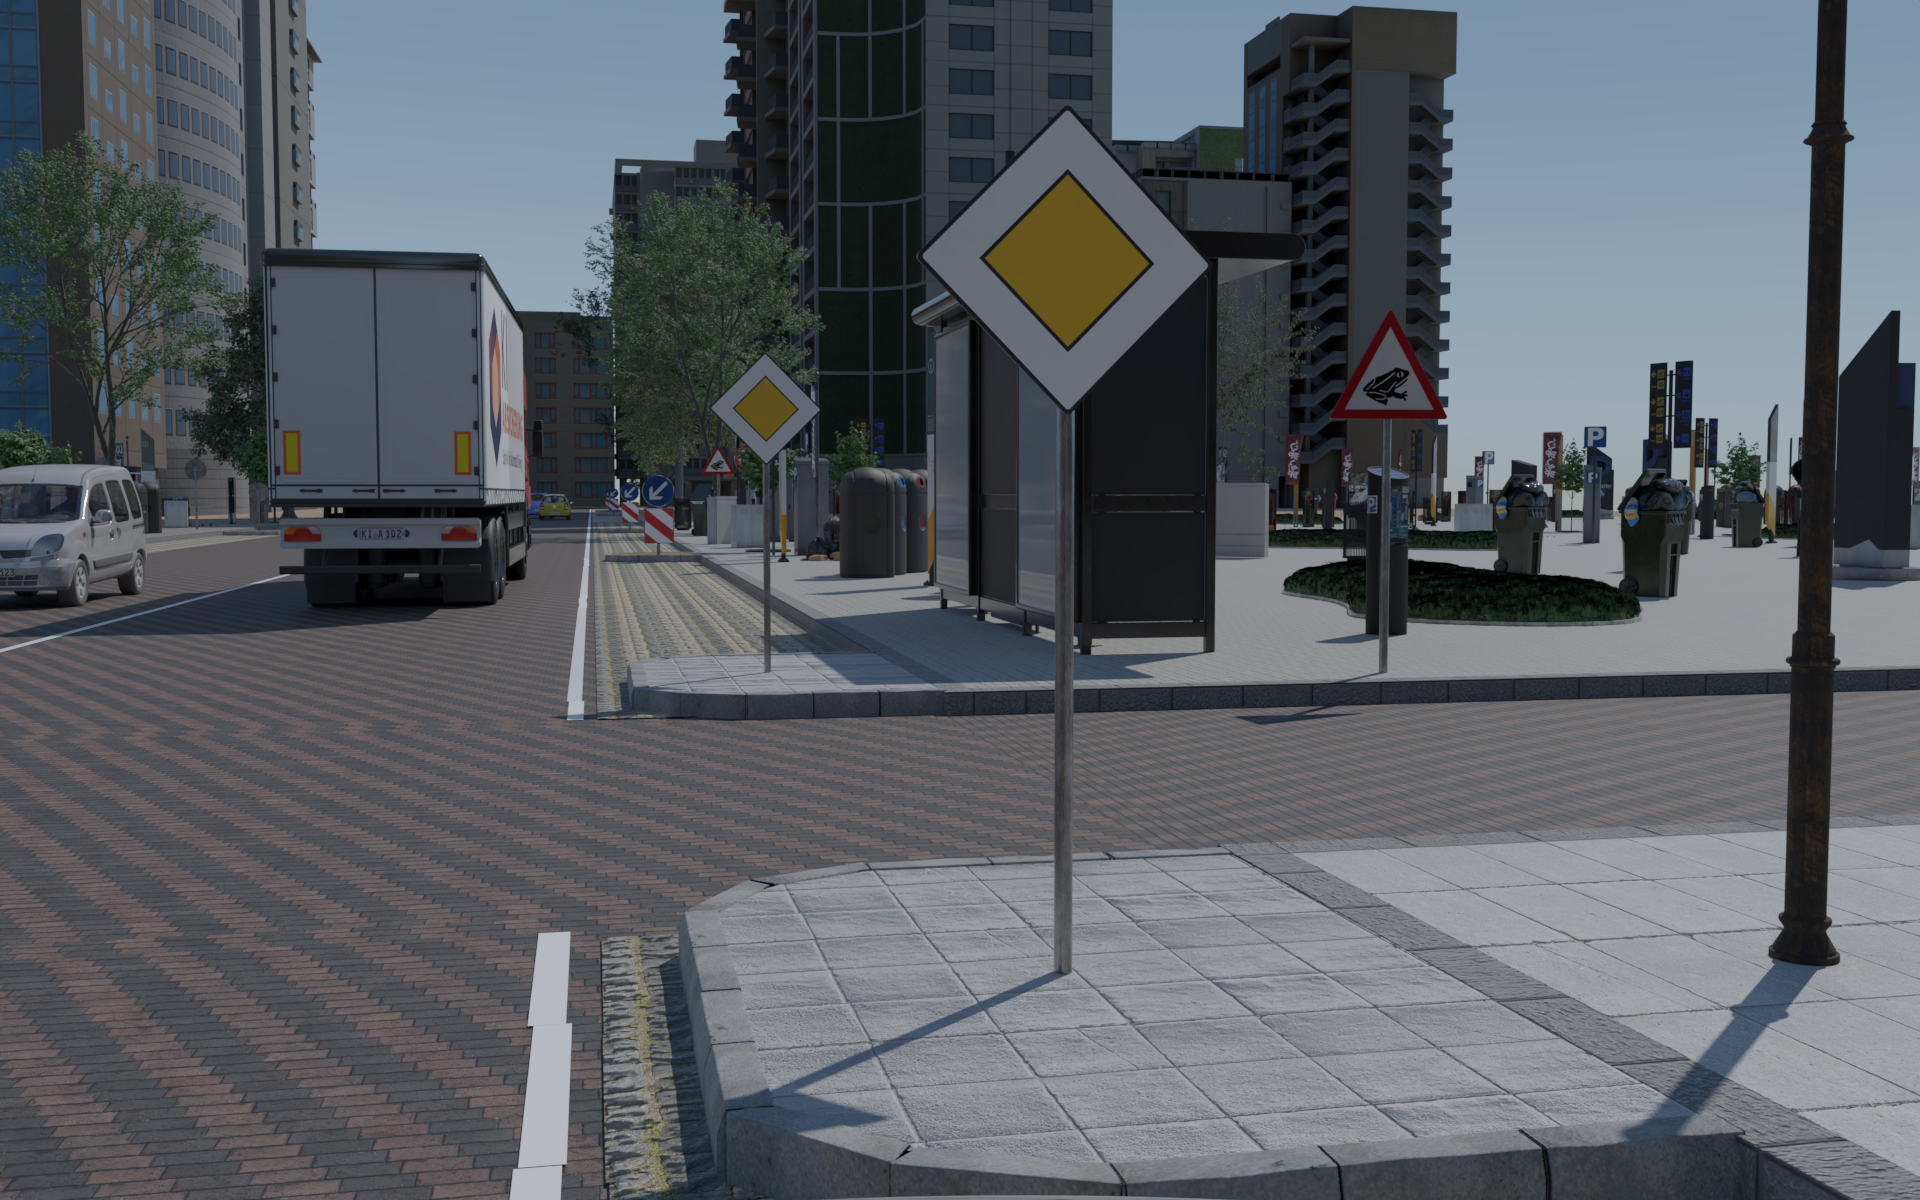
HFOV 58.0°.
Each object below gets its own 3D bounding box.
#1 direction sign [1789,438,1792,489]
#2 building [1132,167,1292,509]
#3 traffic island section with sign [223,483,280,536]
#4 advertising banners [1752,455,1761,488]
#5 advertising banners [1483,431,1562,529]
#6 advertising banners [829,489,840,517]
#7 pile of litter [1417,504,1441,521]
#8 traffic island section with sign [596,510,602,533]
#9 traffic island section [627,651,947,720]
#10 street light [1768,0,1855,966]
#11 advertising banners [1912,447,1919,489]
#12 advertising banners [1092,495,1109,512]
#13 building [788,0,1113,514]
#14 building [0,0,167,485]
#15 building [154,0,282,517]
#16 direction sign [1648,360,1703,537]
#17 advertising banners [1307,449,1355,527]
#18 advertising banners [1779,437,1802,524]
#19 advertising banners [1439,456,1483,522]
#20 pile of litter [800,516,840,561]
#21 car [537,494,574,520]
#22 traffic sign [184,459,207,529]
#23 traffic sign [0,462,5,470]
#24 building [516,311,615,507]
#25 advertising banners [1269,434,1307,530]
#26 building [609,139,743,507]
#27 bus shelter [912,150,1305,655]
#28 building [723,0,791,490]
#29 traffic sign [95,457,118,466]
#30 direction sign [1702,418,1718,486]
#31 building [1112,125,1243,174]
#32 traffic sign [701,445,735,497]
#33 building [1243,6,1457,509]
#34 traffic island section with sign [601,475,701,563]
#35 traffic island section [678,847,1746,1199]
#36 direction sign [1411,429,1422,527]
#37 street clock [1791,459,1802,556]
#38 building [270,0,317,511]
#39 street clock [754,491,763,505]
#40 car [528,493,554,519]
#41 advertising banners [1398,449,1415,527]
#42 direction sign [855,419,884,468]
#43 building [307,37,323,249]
[{"bbox_3d":[33.477,-4.762,69.856,0.379,3.537,0.876,1,4,22],"label":"direction sign"},{"bbox_3d":[20.819,-23.575,157.153,14.107,30.474,14.160,-1,4,-12],"label":"building"},{"bbox_3d":[-24.442,-3.161,60.303,1.989,1.847,2.006,-1,4,-12],"label":"traffic island section with sign"},{"bbox_3d":[36.234,-4.958,77.254,2.074,3.025,0.090,3,5,39],"label":"advertising banners"},{"bbox_3d":[15.943,-3.231,49.017,2.074,3.025,0.090,2,4,32],"label":"advertising banners"},{"bbox_3d":[-3.702,-3.466,52.863,0.090,3.025,2.074,3,5,44],"label":"advertising banners"},{"bbox_3d":[22.384,-4.212,82.829,1.719,0.858,1.176,0,4,7],"label":"pile of litter"},{"bbox_3d":[-12.288,-3.378,63.852,1.989,1.847,2.006,-1,4,-12],"label":"traffic island section with sign"},{"bbox_3d":[-1.366,0.600,12.478,2.009,0.180,2.903,-1,4,-12],"label":"traffic island section"},{"bbox_3d":[2.336,-1.947,4.615,0.468,5.910,1.993,-1,4,-12],"label":"street light"},{"bbox_3d":[35.981,-4.179,64.513,2.074,3.025,0.090,-2,4,-32],"label":"advertising banners"},{"bbox_3d":[1.787,-1.904,27.325,0.090,3.025,2.074,3,5,41],"label":"advertising banners"},{"bbox_3d":[-2.478,-41.504,116.846,20.563,71.187,20.611,-1,4,-12],"label":"building"},{"bbox_3d":[-49.346,-26.699,86.640,14.600,45.320,14.200,-1,4,-12],"label":"building"},{"bbox_3d":[-56.115,-34.550,106.892,21.231,58.520,28.212,-1,4,-12],"label":"building"},{"bbox_3d":[12.174,-2.308,29.739,0.379,3.537,0.876,-2,4,-27],"label":"direction sign"},{"bbox_3d":[14.199,-4.323,66.868,2.074,3.025,0.090,0,4,4],"label":"advertising banners"},{"bbox_3d":[25.739,-3.512,53.603,0.090,3.025,2.074,1,4,8],"label":"advertising banners"},{"bbox_3d":[23.175,-5.117,79.852,2.074,3.025,0.090,1,4,9],"label":"advertising banners"},{"bbox_3d":[-2.297,-1.204,33.643,1.719,0.858,1.176,-1,4,-15],"label":"pile of litter"},{"bbox_3d":[-22.568,-5.276,96.494,2.015,1.641,3.980,-1,4,-12],"label":"car"},{"bbox_3d":[-27.772,-3.844,62.959,0.768,2.556,0.104,-1,4,-11],"label":"traffic sign"},{"bbox_3d":[-25.171,-2.748,44.926,0.884,2.594,0.081,0,4,-5],"label":"traffic sign"},{"bbox_3d":[-52.148,-20.883,186.471,28.899,21.520,27.650,-1,4,-12],"label":"building"},{"bbox_3d":[8.999,-3.333,50.678,2.074,3.025,0.090,1,4,15],"label":"advertising banners"},{"bbox_3d":[-26.595,-30.642,192.872,23.993,40.220,32.217,-1,4,-12],"label":"building"},{"bbox_3d":[0.854,-2.469,17.993,2.179,5.291,8.768,-1,4,-12],"label":"bus shelter"},{"bbox_3d":[-7.698,-29.796,141.789,22.147,44.769,28.867,-1,4,-12],"label":"building"},{"bbox_3d":[-28.904,-3.583,58.692,0.768,2.556,0.104,0,4,-7],"label":"traffic sign"},{"bbox_3d":[22.193,-3.643,51.567,0.876,3.537,0.379,-2,4,-24],"label":"direction sign"},{"bbox_3d":[22.747,-31.263,194.737,14.086,41.232,14.154,-1,4,-12],"label":"building"},{"bbox_3d":[-6.453,-2.828,46.238,0.884,2.594,0.081,0,4,-6],"label":"traffic sign"},{"bbox_3d":[34.976,-31.074,158.169,14.200,45.320,14.600,-1,4,-12],"label":"building"},{"bbox_3d":[-6.574,-1.734,36.985,1.989,1.847,2.006,-1,4,-12],"label":"traffic island section with sign"},{"bbox_3d":[0.295,1.077,4.667,2.009,0.180,2.903,-1,4,-12],"label":"traffic island section"},{"bbox_3d":[16.003,-4.207,60.774,0.379,3.537,0.876,-1,4,-9],"label":"direction sign"},{"bbox_3d":[17.331,-1.898,35.597,0.471,2.002,0.358,1,4,18],"label":"street clock"},{"bbox_3d":[-63.193,-31.242,134.515,21.600,48.544,21.300,-1,4,-12],"label":"building"},{"bbox_3d":[-5.237,-2.507,45.552,0.471,2.002,0.358,3,5,42],"label":"street clock"},{"bbox_3d":[-24.963,-5.694,102.686,1.945,1.707,3.694,-1,4,-12],"label":"car"},{"bbox_3d":[16.995,-4.269,65.988,0.090,3.025,2.074,0,4,-3],"label":"advertising banners"},{"bbox_3d":[-2.708,-3.681,52.184,0.876,3.537,0.379,-1,4,-14],"label":"direction sign"},{"bbox_3d":[-80.030,-36.120,179.800,27.495,52.752,28.713,-1,4,-12],"label":"building"}]
